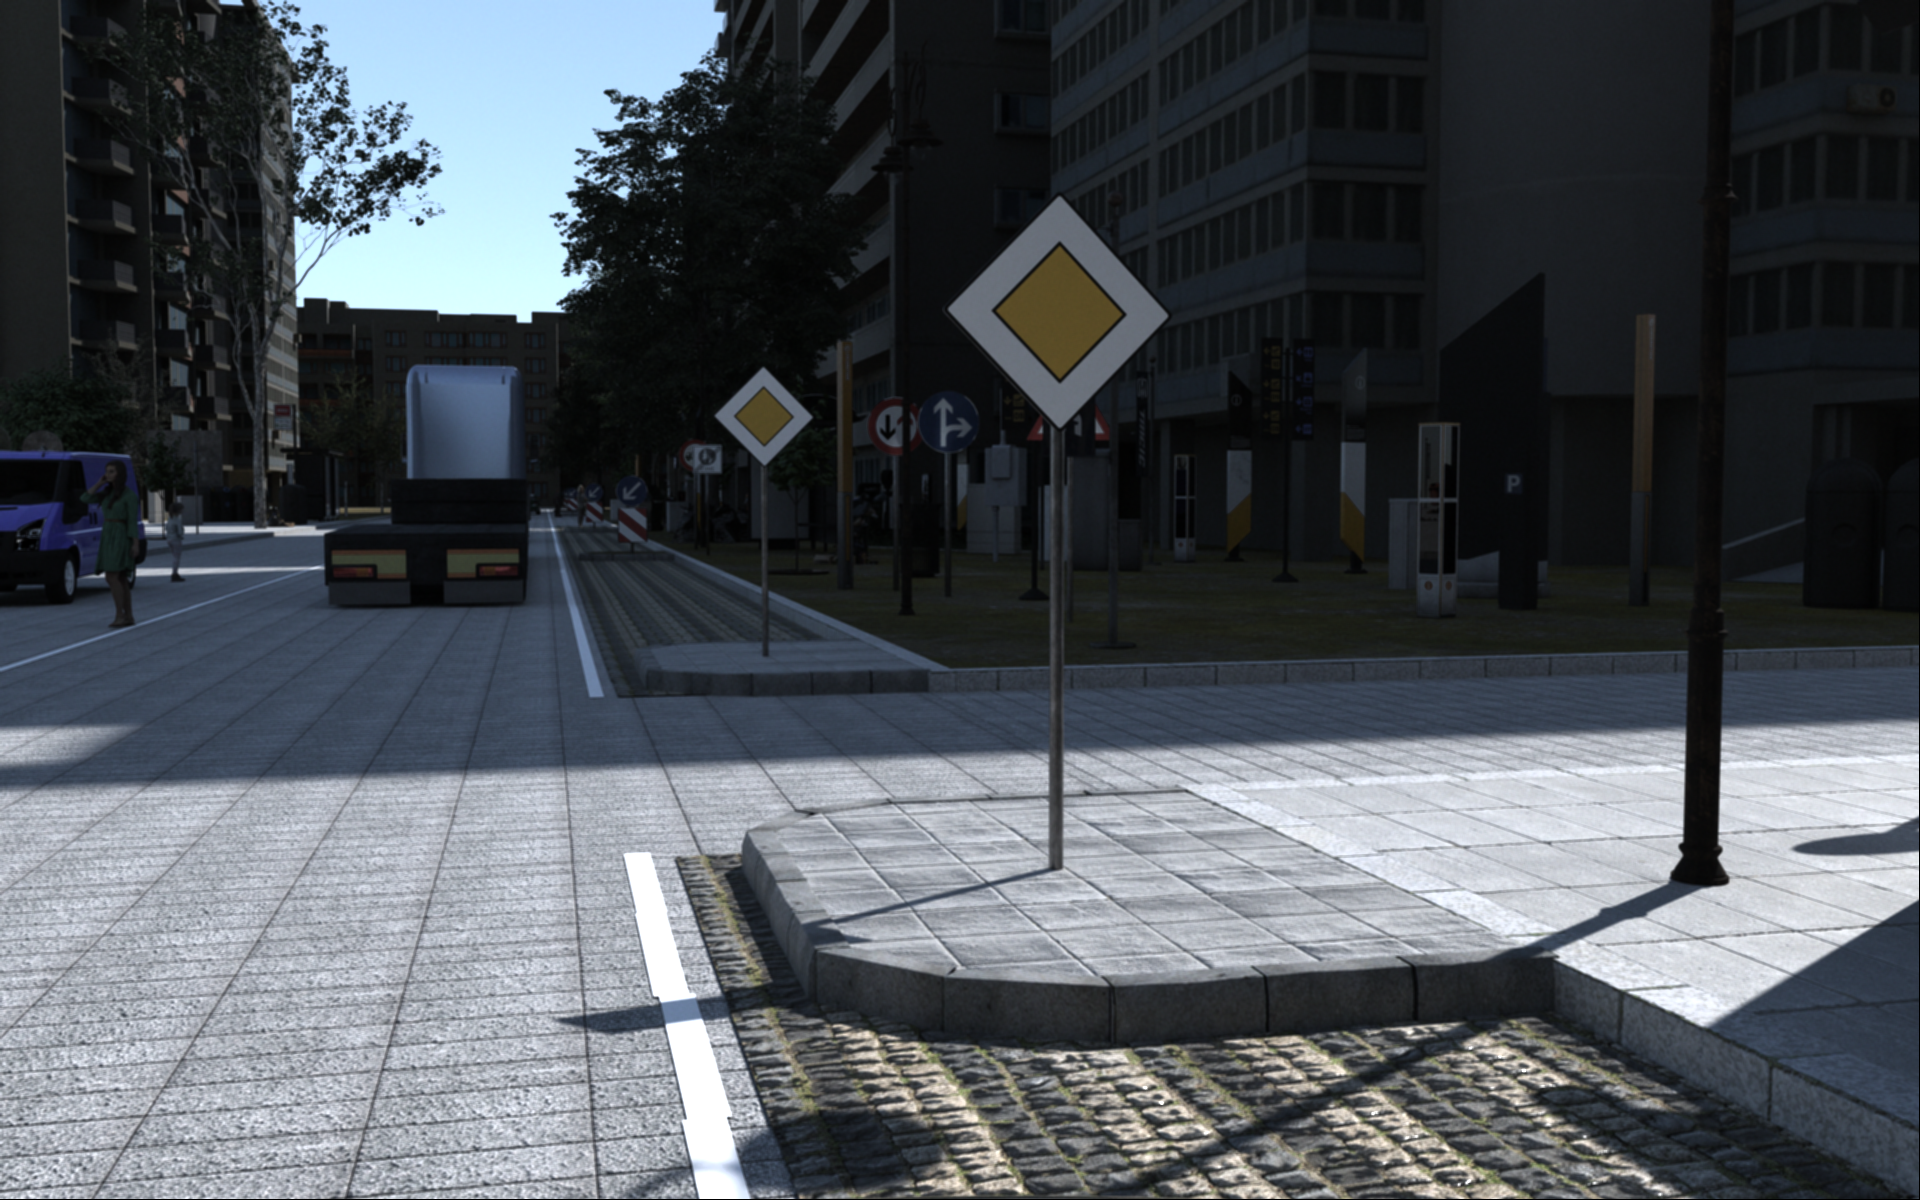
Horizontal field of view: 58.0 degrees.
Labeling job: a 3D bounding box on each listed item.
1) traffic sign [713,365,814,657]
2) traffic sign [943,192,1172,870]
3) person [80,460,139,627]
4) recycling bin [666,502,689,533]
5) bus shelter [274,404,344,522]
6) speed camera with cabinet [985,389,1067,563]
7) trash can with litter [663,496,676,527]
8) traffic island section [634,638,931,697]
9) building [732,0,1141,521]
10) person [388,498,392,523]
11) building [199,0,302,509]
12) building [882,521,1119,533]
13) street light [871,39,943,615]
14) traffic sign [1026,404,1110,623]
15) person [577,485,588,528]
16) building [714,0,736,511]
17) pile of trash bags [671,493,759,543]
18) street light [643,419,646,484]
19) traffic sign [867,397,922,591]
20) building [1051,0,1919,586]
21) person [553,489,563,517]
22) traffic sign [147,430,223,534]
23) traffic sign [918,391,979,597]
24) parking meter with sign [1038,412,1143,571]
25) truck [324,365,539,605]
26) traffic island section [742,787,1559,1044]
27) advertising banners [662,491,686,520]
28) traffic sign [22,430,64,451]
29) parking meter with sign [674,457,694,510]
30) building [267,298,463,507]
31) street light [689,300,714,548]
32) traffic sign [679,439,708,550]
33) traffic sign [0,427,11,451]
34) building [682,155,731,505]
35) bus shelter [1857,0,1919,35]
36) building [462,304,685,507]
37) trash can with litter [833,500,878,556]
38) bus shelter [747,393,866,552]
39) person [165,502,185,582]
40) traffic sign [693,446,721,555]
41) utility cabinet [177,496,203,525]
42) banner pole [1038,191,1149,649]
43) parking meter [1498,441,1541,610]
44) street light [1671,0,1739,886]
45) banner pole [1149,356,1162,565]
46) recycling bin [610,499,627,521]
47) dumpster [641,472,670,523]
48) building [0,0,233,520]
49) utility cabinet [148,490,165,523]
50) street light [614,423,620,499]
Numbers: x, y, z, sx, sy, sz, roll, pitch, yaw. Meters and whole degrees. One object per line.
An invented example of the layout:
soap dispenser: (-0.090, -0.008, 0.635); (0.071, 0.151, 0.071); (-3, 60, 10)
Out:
traffic sign: (-1.541, -0.611, 13.633); (0.795, 2.450, 0.064); (-1, 4, -13)
traffic sign: (0.326, -0.136, 5.868); (0.795, 2.450, 0.064); (-1, 4, -13)
person: (-9.014, -0.601, 18.572); (0.600, 1.795, 0.529); (1, 4, 10)
recycling bin: (-9.383, -2.759, 57.671); (0.722, 1.027, 0.722); (-1, 4, -14)
bus shelter: (-30.134, -6.269, 80.125); (2.179, 5.291, 8.768); (-1, 4, -14)
speed camera with cabinet: (1.521, -2.337, 32.548); (2.038, 3.252, 0.660); (1, 4, 19)
trash can with litter: (-11.688, -3.459, 67.616); (1.678, 1.210, 2.233); (3, 5, 45)
traffic island section: (-1.520, 0.524, 13.715); (2.009, 0.180, 2.903); (-1, 4, -13)
building: (-1.761, -29.343, 103.466); (21.300, 48.544, 21.600); (-1, 4, -13)
person: (-25.190, -4.185, 77.119); (0.583, 1.804, 0.606); (1, 4, 14)
building: (-62.608, -26.728, 128.885); (23.993, 40.220, 32.217); (-1, 4, -13)
building: (5.841, -27.096, 66.721); (21.300, 48.544, 21.600); (-1, 4, -13)
street light: (-0.566, -2.779, 18.225); (0.468, 5.910, 1.993); (-1, 4, -13)
traffic sign: (1.096, -1.055, 17.247); (0.884, 2.594, 0.081); (0, 4, -5)
person: (-15.497, -3.825, 71.229); (0.526, 1.800, 0.537); (3, 5, 45)
building: (-6.299, -31.160, 129.080); (23.786, 49.044, 30.456); (-1, 4, -13)
pile of trash bags: (-6.228, -2.259, 46.681); (1.912, 1.369, 3.447); (1, 4, 22)
street light: (-11.680, -5.582, 64.058); (0.468, 5.910, 1.993); (-1, 4, -13)
traffic sign: (-0.844, -1.394, 22.896); (0.768, 2.556, 0.104); (0, 4, -8)
building: (16.048, -21.276, 39.742); (23.993, 40.220, 32.217); (-1, 4, -13)
person: (-25.100, -6.066, 108.237); (0.434, 1.755, 0.990); (-3, 5, -41)
traffic sign: (-24.632, -3.744, 55.083); (2.265, 3.308, 0.079); (0, 4, -7)
traffic sign: (-0.148, -1.311, 21.544); (0.768, 2.556, 0.104); (0, 4, -6)
parking meter with sign: (2.185, -2.001, 28.978); (1.738, 3.016, 0.543); (1, 4, 15)
truck: (-8.949, -2.505, 30.708); (2.967, 4.110, 18.799); (-1, 4, -14)
traffic island section: (0.347, 0.999, 5.951); (2.009, 0.180, 2.903); (-1, 4, -13)
advertising banners: (-13.659, -5.440, 85.137); (2.074, 3.025, 0.090); (-1, 4, -10)
traffic sign: (-18.284, -2.107, 34.553); (0.768, 2.556, 0.104); (-1, 4, -12)
parking meter with sign: (-12.560, -5.223, 81.660); (1.738, 3.016, 0.543); (-1, 4, -22)
building: (-66.836, -20.742, 184.177); (28.899, 21.520, 27.650); (-1, 4, -13)
street light: (-6.147, -4.190, 41.289); (0.468, 5.910, 1.993); (-1, 4, -13)
traffic sign: (-6.100, -2.439, 39.990); (0.768, 2.556, 0.104); (0, 4, -8)
traffic sign: (-17.357, -1.886, 30.945); (0.768, 2.556, 0.104); (-1, 4, -11)
building: (-17.046, -23.134, 149.944); (14.160, 30.474, 14.107); (-1, 4, -13)
bus shelter: (4.489, -0.564, 3.153); (2.014, 3.302, 5.546); (-1, 4, -13)
building: (-38.528, -21.101, 190.044); (28.899, 21.520, 27.650); (-1, 4, -13)
trash can with litter: (-2.077, -1.376, 33.887); (0.624, 1.170, 1.055); (1, 4, 20)
bus shelter: (-3.515, -2.663, 37.469); (2.014, 3.302, 5.546); (-1, 4, -14)
person: (-12.816, -0.951, 28.329); (0.425, 1.301, 0.394); (1, 4, 19)
traffic sign: (-5.256, -2.076, 36.080); (0.606, 2.300, 0.079); (-1, 4, -9)
utility cabinet: (-31.782, -3.689, 71.473); (0.306, 1.237, 1.020); (2, 4, 28)
banner pole: (1.059, -1.488, 14.351); (0.863, 3.779, 0.401); (-1, 4, -16)
parking meter: (6.217, -0.830, 19.287); (0.255, 1.863, 0.399); (-3, 4, -38)
street light: (2.459, -2.006, 5.578); (0.468, 5.910, 1.993); (-1, 4, -13)
banner pole: (3.357, -2.523, 31.261); (0.401, 3.779, 0.863); (2, 4, 33)
recycling bin: (-16.080, -4.223, 81.599); (0.722, 1.027, 0.722); (0, 4, -7)
dumpster: (-13.567, -4.509, 76.210); (1.502, 2.255, 1.985); (-1, 4, -14)
building: (-52.969, -26.858, 93.759); (22.147, 44.769, 28.867); (-1, 4, -13)
utility cabinet: (-35.112, -4.094, 75.616); (0.318, 1.500, 1.173); (0, 4, -6)
street light: (-17.146, -6.972, 86.780); (0.468, 5.910, 1.993); (-1, 4, -13)
